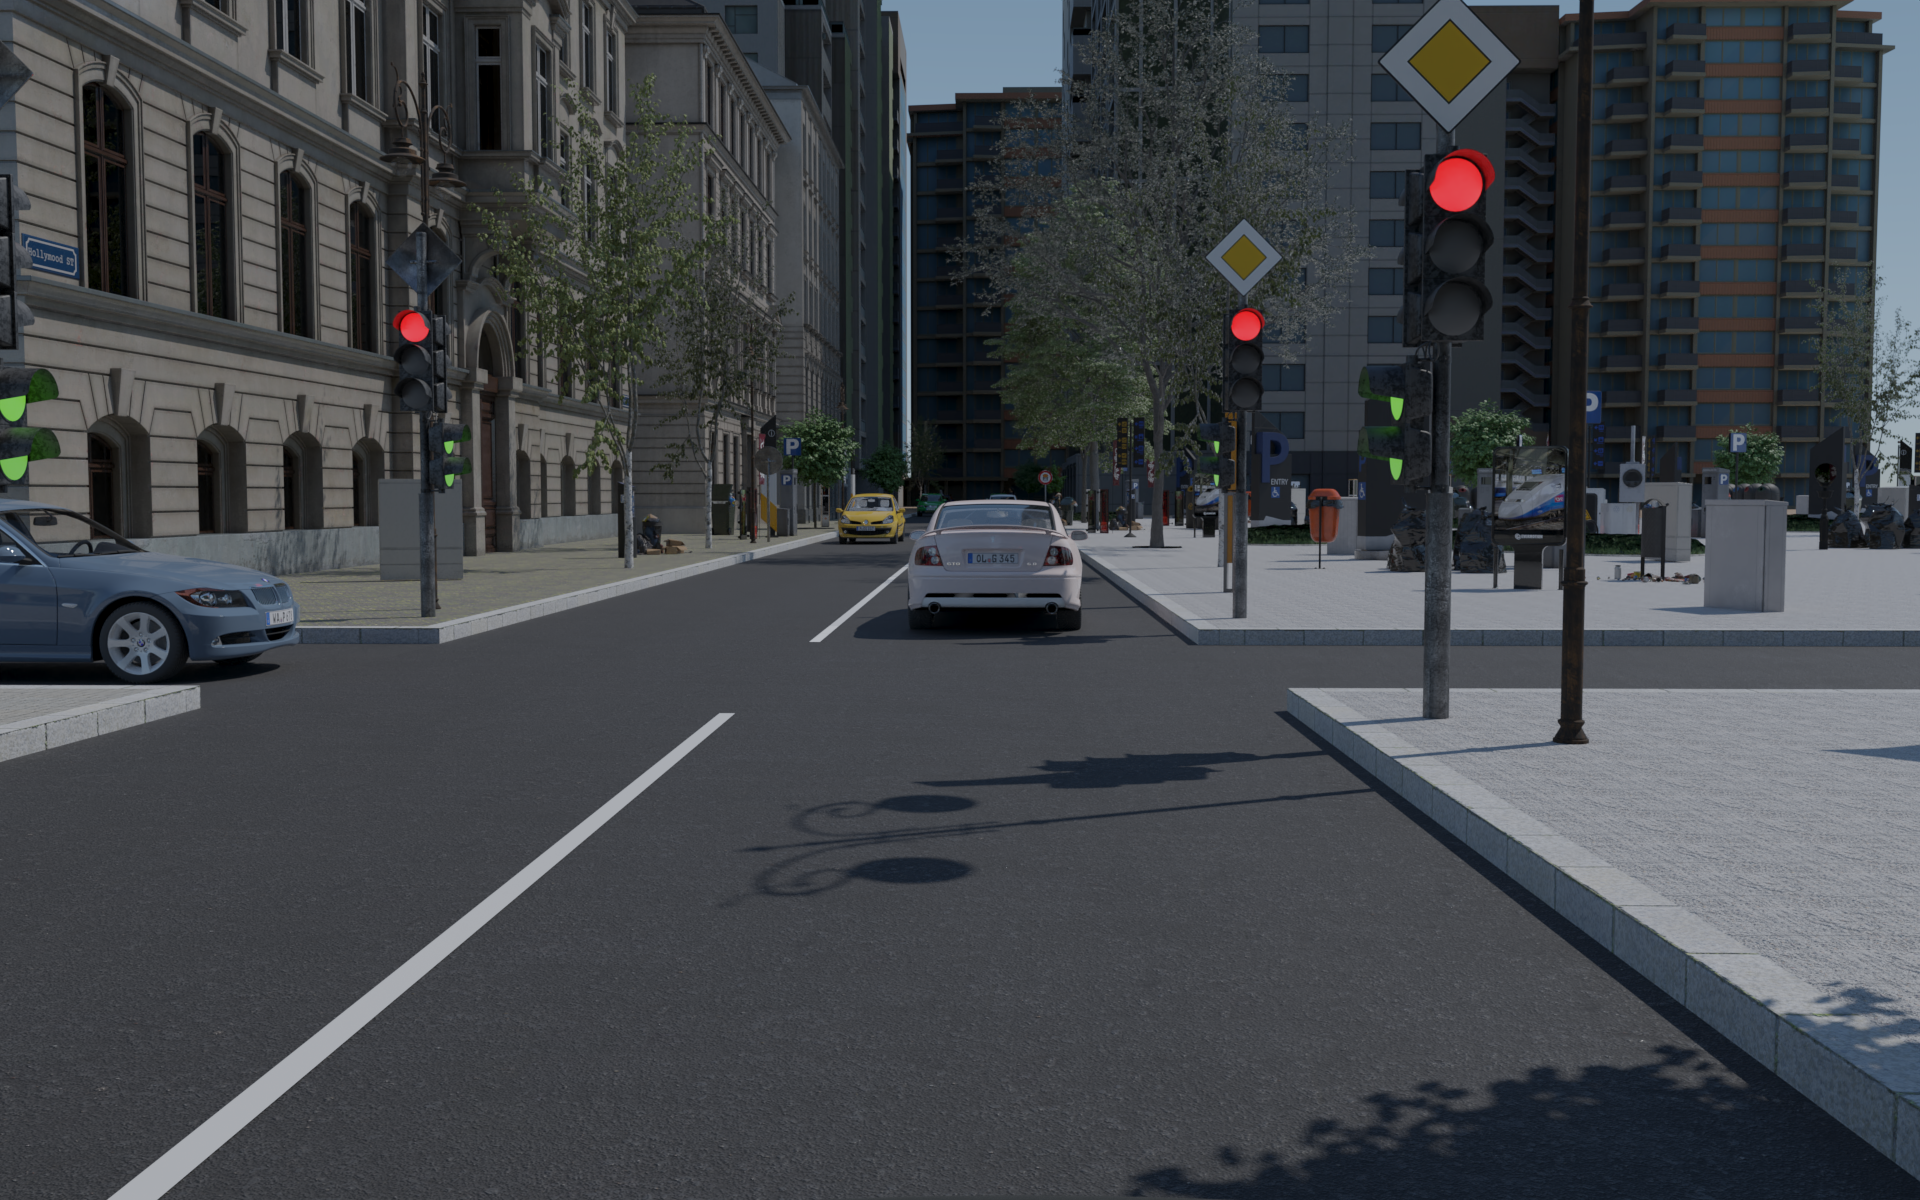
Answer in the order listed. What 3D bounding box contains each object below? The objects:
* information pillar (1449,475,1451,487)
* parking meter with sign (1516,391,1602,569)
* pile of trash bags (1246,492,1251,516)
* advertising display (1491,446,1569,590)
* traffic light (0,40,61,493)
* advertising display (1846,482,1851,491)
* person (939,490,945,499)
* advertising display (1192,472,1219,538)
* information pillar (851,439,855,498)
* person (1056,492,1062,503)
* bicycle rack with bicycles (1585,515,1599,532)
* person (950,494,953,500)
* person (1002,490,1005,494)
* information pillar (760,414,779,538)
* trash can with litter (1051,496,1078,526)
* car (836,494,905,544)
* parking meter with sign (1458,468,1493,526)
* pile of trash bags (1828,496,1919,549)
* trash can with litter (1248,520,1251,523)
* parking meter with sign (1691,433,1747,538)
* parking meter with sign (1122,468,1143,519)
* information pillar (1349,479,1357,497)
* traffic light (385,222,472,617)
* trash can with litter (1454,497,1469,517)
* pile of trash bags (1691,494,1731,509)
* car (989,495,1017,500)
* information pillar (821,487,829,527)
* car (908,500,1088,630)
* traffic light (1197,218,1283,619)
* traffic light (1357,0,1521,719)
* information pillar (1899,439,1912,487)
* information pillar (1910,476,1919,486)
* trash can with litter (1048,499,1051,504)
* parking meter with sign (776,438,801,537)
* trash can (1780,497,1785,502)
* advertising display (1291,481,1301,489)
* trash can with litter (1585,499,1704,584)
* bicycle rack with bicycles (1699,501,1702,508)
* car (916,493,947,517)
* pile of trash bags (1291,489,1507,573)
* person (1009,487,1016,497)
[{"bbox_3d":[18.546,-3.767,66.077,0.304,2.012,0.304,0,4,8],"label":"information pillar"},{"bbox_3d":[10.321,-2.070,30.107,0.543,3.016,1.738,-1,4,-18],"label":"parking meter with sign"},{"bbox_3d":[12.093,-3.349,64.508,3.447,1.369,1.912,2,4,31],"label":"pile of trash bags"},{"bbox_3d":[7.661,-1.106,23.301,0.974,1.923,0.123,2,4,27],"label":"advertising display"},{"bbox_3d":[-5.698,-1.288,9.980,0.839,4.253,0.868,0,4,1],"label":"traffic light"},{"bbox_3d":[45.776,-5.192,90.110,0.974,1.923,0.123,1,4,14],"label":"advertising display"},{"bbox_3d":[-1.545,-7.534,132.418,1.217,1.736,0.721,3,5,43],"label":"person"},{"bbox_3d":[7.342,-2.804,51.062,0.974,1.923,0.123,-1,4,-8],"label":"advertising display"},{"bbox_3d":[-4.552,-5.034,73.661,0.183,3.616,0.504,0,4,8],"label":"information pillar"},{"bbox_3d":[9.779,-10.041,172.670,1.348,1.824,0.705,-3,5,-43],"label":"person"},{"bbox_3d":[14.976,-1.902,44.482,2.925,0.926,2.852,0,4,-5],"label":"bicycle rack with bicycles"},{"bbox_3d":[-0.856,-9.029,159.382,0.557,1.426,1.065,2,4,26],"label":"person"},{"bbox_3d":[4.083,-9.318,160.864,0.705,1.822,1.348,-1,4,-16],"label":"person"},{"bbox_3d":[-5.617,-3.643,50.920,0.504,3.616,0.183,-2,4,-27],"label":"information pillar"},{"bbox_3d":[4.260,-3.557,69.542,0.624,1.170,1.055,2,4,25],"label":"trash can with litter"},{"bbox_3d":[-2.579,-2.489,50.923,2.015,1.641,3.980,0,4,2],"label":"car"},{"bbox_3d":[15.743,-3.378,51.494,1.738,3.016,0.543,2,4,26],"label":"parking meter with sign"},{"bbox_3d":[22.498,-1.924,41.208,3.447,1.369,1.912,-1,4,-17],"label":"pile of trash bags"},{"bbox_3d":[12.697,-3.965,75.882,2.233,1.210,1.678,1,4,20],"label":"trash can with litter"},{"bbox_3d":[21.931,-3.302,50.250,0.543,3.016,1.738,-1,4,-17],"label":"parking meter with sign"},{"bbox_3d":[8.848,-5.691,89.308,0.543,3.016,1.738,-2,4,-29],"label":"parking meter with sign"},{"bbox_3d":[19.519,-4.989,86.057,0.304,2.012,0.304,-3,5,-43],"label":"information pillar"},{"bbox_3d":[-5.535,-1.776,17.964,0.839,4.253,0.868,0,4,1],"label":"traffic light"},{"bbox_3d":[20.186,-3.558,69.555,0.624,1.170,1.055,0,4,8],"label":"trash can with litter"},{"bbox_3d":[23.626,-2.804,55.603,3.447,1.369,1.912,-2,4,-35],"label":"pile of trash bags"},{"bbox_3d":[2.126,-4.497,85.520,2.014,1.417,4.499,0,4,2],"label":"car"},{"bbox_3d":[-5.237,-3.833,67.169,0.304,2.012,0.304,-1,4,-13],"label":"information pillar"},{"bbox_3d":[0.429,-0.449,19.704,2.083,1.381,4.827,0,4,2],"label":"car"},{"bbox_3d":[2.875,-1.767,17.808,0.839,4.253,0.868,0,4,1],"label":"traffic light"},{"bbox_3d":[2.712,-1.279,9.825,0.839,4.253,0.868,0,4,1],"label":"traffic light"},{"bbox_3d":[40.349,-5.053,73.973,0.504,3.616,0.183,1,4,20],"label":"information pillar"},{"bbox_3d":[38.085,-3.949,69.053,0.304,2.012,0.304,-1,4,-11],"label":"information pillar"},{"bbox_3d":[4.655,-4.767,89.324,0.624,1.170,1.055,-3,4,-37],"label":"trash can with litter"},{"bbox_3d":[-5.256,-3.463,52.876,0.543,3.016,1.738,0,4,5],"label":"parking meter with sign"},{"bbox_3d":[39.503,-4.413,83.803,0.748,1.137,0.748,0,3,0],"label":"trash can"},{"bbox_3d":[15.995,-4.801,83.707,0.974,1.923,0.123,-1,4,-17],"label":"advertising display"},{"bbox_3d":[10.288,-0.874,25.354,1.678,1.210,2.233,-1,4,-12],"label":"trash can with litter"},{"bbox_3d":[38.705,-4.546,87.710,2.852,0.926,2.925,2,4,33],"label":"bicycle rack with bicycles"},{"bbox_3d":[-1.829,-6.269,111.294,1.959,1.807,4.718,0,4,1],"label":"car"},{"bbox_3d":[7.536,-1.194,29.267,3.447,1.369,1.912,2,4,26],"label":"pile of trash bags"},{"bbox_3d":[2.791,-5.280,94.833,0.705,1.822,1.348,2,4,34],"label":"person"}]
